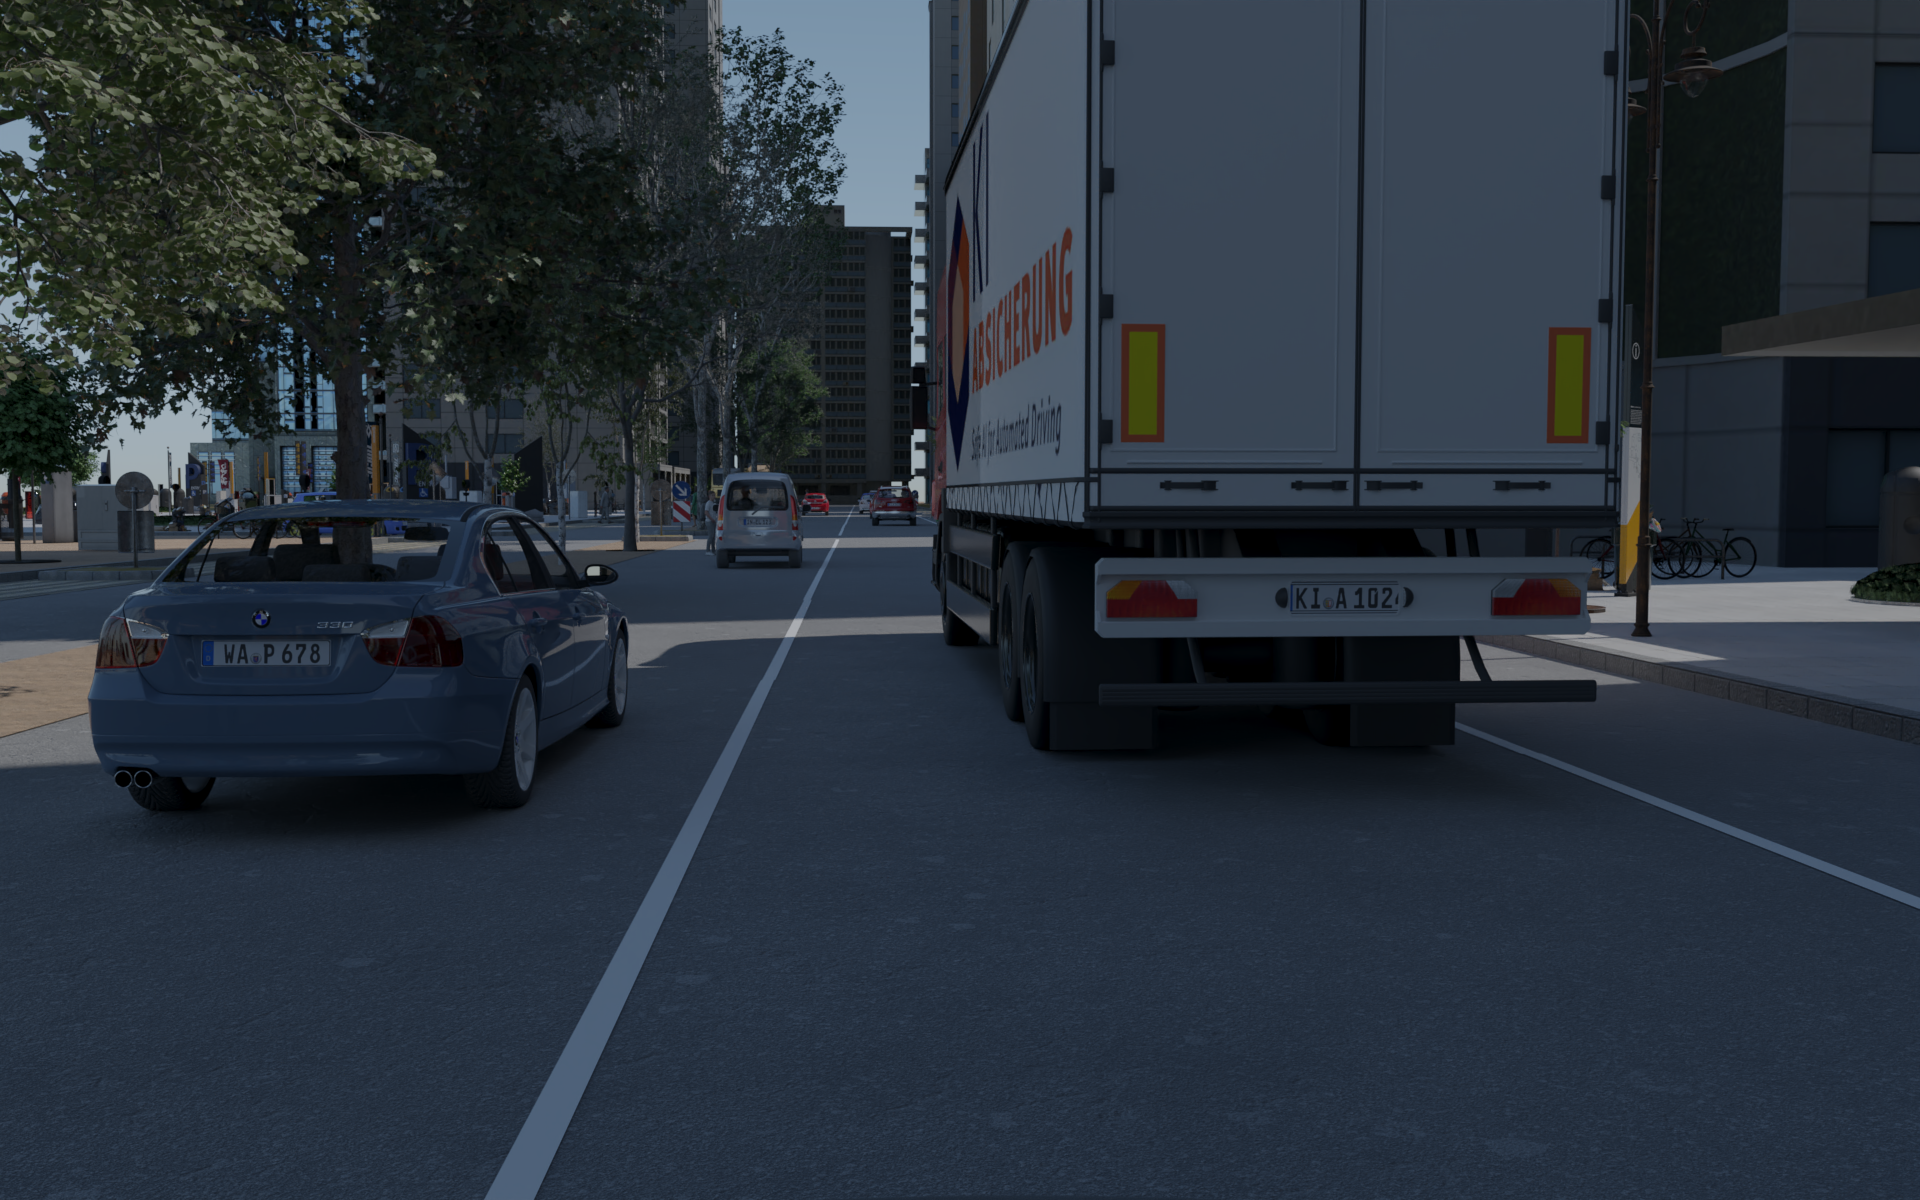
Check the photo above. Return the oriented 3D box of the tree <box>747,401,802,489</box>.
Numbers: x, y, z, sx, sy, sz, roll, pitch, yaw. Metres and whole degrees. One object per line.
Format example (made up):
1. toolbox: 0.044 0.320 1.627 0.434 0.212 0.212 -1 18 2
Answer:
1. tree: -13.253 -10.452 123.704 4.737 8.622 4.395 0 3 0

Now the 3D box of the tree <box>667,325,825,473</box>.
1. tree: -11.150 -9.351 89.766 8.767 10.594 7.601 0 4 -3

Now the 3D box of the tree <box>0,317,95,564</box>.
1. tree: -17.548 -2.973 32.317 4.285 4.588 4.351 0 3 0

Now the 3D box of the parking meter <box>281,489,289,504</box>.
1. parking meter: -33.640 -4.768 86.372 0.372 1.533 0.369 0 3 0

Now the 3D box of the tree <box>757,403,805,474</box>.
1. tree: -12.604 -10.151 118.781 4.360 8.622 3.978 0 3 0

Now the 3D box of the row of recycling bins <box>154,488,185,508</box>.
1. row of recycling bins: -55.762 -7.069 122.693 3.534 1.692 1.069 -3 5 -40

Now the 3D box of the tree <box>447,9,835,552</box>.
1. tree: -8.174 -7.936 42.584 12.009 13.543 11.850 0 3 0

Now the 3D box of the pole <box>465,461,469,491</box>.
1. pole: -30.460 -6.922 107.024 0.158 3.312 0.155 0 3 0

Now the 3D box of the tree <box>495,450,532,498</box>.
1. tree: -19.842 -5.031 76.857 1.663 3.219 1.824 0 3 0

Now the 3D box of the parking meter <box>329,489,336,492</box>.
1. parking meter: -30.538 -4.646 84.371 0.372 1.533 0.369 0 3 0

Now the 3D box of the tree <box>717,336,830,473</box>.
1. tree: -12.107 -11.209 111.476 9.928 11.665 9.643 0 3 0

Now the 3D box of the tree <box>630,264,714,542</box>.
1. tree: -9.541 -6.001 50.937 4.360 8.622 3.978 0 3 0

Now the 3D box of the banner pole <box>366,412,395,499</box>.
1. banner pole: -17.753 -3.824 52.534 0.863 3.779 0.401 -3 5 -42

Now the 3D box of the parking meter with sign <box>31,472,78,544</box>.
1. parking meter with sign: -23.570 -2.995 45.236 0.543 3.016 1.738 1 4 16

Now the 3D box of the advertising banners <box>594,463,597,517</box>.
1. advertising banners: -20.264 -6.128 96.376 0.090 3.025 2.074 0 4 -7

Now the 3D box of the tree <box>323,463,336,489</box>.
1. tree: -32.835 -5.921 91.404 1.663 3.219 1.824 0 3 0

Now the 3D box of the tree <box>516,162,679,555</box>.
1. tree: -7.928 -4.982 34.276 4.737 8.622 4.395 0 3 0

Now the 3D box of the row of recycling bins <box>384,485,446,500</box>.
1. row of recycling bins: -24.007 -4.230 76.280 3.534 1.692 1.069 2 4 30

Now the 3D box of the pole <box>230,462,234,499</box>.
1. pole: -47.800 -7.300 113.204 0.158 3.312 0.155 0 3 0

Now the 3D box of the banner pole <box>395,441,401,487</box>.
1. banner pole: -23.429 -4.996 71.703 0.863 3.779 0.401 3 4 36

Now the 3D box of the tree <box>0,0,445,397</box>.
1. tree: -7.122 -5.584 11.890 7.486 12.596 7.792 0 3 0

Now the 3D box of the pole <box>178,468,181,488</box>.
1. pole: -60.017 -8.524 133.206 0.158 3.312 0.155 0 3 0

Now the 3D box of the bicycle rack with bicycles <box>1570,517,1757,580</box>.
1. bicycle rack with bicycles: 10.797 -0.820 26.792 2.925 0.926 2.852 0 4 6

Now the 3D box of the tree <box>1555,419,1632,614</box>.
1. tree: 6.677 -1.493 19.008 1.663 3.219 1.824 0 3 0

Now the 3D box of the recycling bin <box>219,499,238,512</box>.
1. recycling bin: -34.846 -4.278 82.502 0.722 1.027 0.722 -1 4 -12

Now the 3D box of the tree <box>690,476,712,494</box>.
1. tree: -24.466 -10.214 161.606 1.663 3.219 1.824 0 3 0

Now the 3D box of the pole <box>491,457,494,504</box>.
1. pole: -24.314 -5.879 89.969 0.158 3.312 0.155 0 3 0

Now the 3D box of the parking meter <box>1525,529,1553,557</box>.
1. parking meter: 8.886 -1.273 26.523 0.399 1.863 0.255 2 4 35

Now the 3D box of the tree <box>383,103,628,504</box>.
1. tree: -7.974 -4.666 29.114 4.360 8.622 3.978 0 3 0

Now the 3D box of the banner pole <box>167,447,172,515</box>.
1. banner pole: -41.669 -6.199 91.377 0.401 3.779 0.863 -1 4 -10

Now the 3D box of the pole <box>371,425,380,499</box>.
1. pole: -17.349 -3.524 51.459 0.158 3.312 0.155 0 3 0

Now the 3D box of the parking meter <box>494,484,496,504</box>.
1. parking meter: -26.178 -5.624 97.657 0.255 1.863 0.399 3 5 39

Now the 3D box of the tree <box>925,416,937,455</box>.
1. tree: -0.715 -11.664 141.076 4.737 8.622 4.395 0 3 0

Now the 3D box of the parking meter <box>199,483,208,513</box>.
1. parking meter: -41.635 -5.483 95.358 0.399 1.863 0.255 -3 5 -42

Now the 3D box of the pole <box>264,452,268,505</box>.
1. pole: -33.756 -5.534 84.316 0.158 3.312 0.155 0 3 0

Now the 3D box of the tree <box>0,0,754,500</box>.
1. tree: -7.510 -6.220 21.163 9.611 12.733 9.660 0 3 0

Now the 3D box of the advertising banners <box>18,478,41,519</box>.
1. advertising banners: -47.743 -5.668 88.859 0.090 3.025 2.074 1 4 22

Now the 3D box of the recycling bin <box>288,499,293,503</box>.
1. recycling bin: -37.517 -5.108 96.066 0.722 1.027 0.722 2 4 31

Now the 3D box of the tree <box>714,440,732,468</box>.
1. tree: -26.472 -14.465 186.868 4.360 8.622 3.978 0 3 0

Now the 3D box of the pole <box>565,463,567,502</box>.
1. pole: -26.041 -7.373 114.395 0.158 3.312 0.155 0 3 0

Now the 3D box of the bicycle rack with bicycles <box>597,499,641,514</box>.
1. bicycle rack with bicycles: -22.906 -6.169 114.242 2.852 0.926 2.925 2 4 33

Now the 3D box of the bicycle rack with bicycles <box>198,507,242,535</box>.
1. bicycle rack with bicycles: -20.069 -2.245 50.085 2.925 0.926 2.852 0 4 8

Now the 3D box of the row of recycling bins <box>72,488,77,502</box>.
1. row of recycling bins: -54.085 -6.161 107.840 3.534 1.692 1.069 0 4 1

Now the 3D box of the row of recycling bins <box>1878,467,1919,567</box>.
1. row of recycling bins: 15.305 -1.221 27.083 1.069 1.692 3.534 3 5 43

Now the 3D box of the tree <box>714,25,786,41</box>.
1. tree: -11.087 -12.713 66.203 12.611 20.169 13.585 0 3 0

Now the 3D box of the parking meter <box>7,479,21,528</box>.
1. parking meter: -35.335 -3.609 64.725 0.255 1.863 0.399 2 4 31
